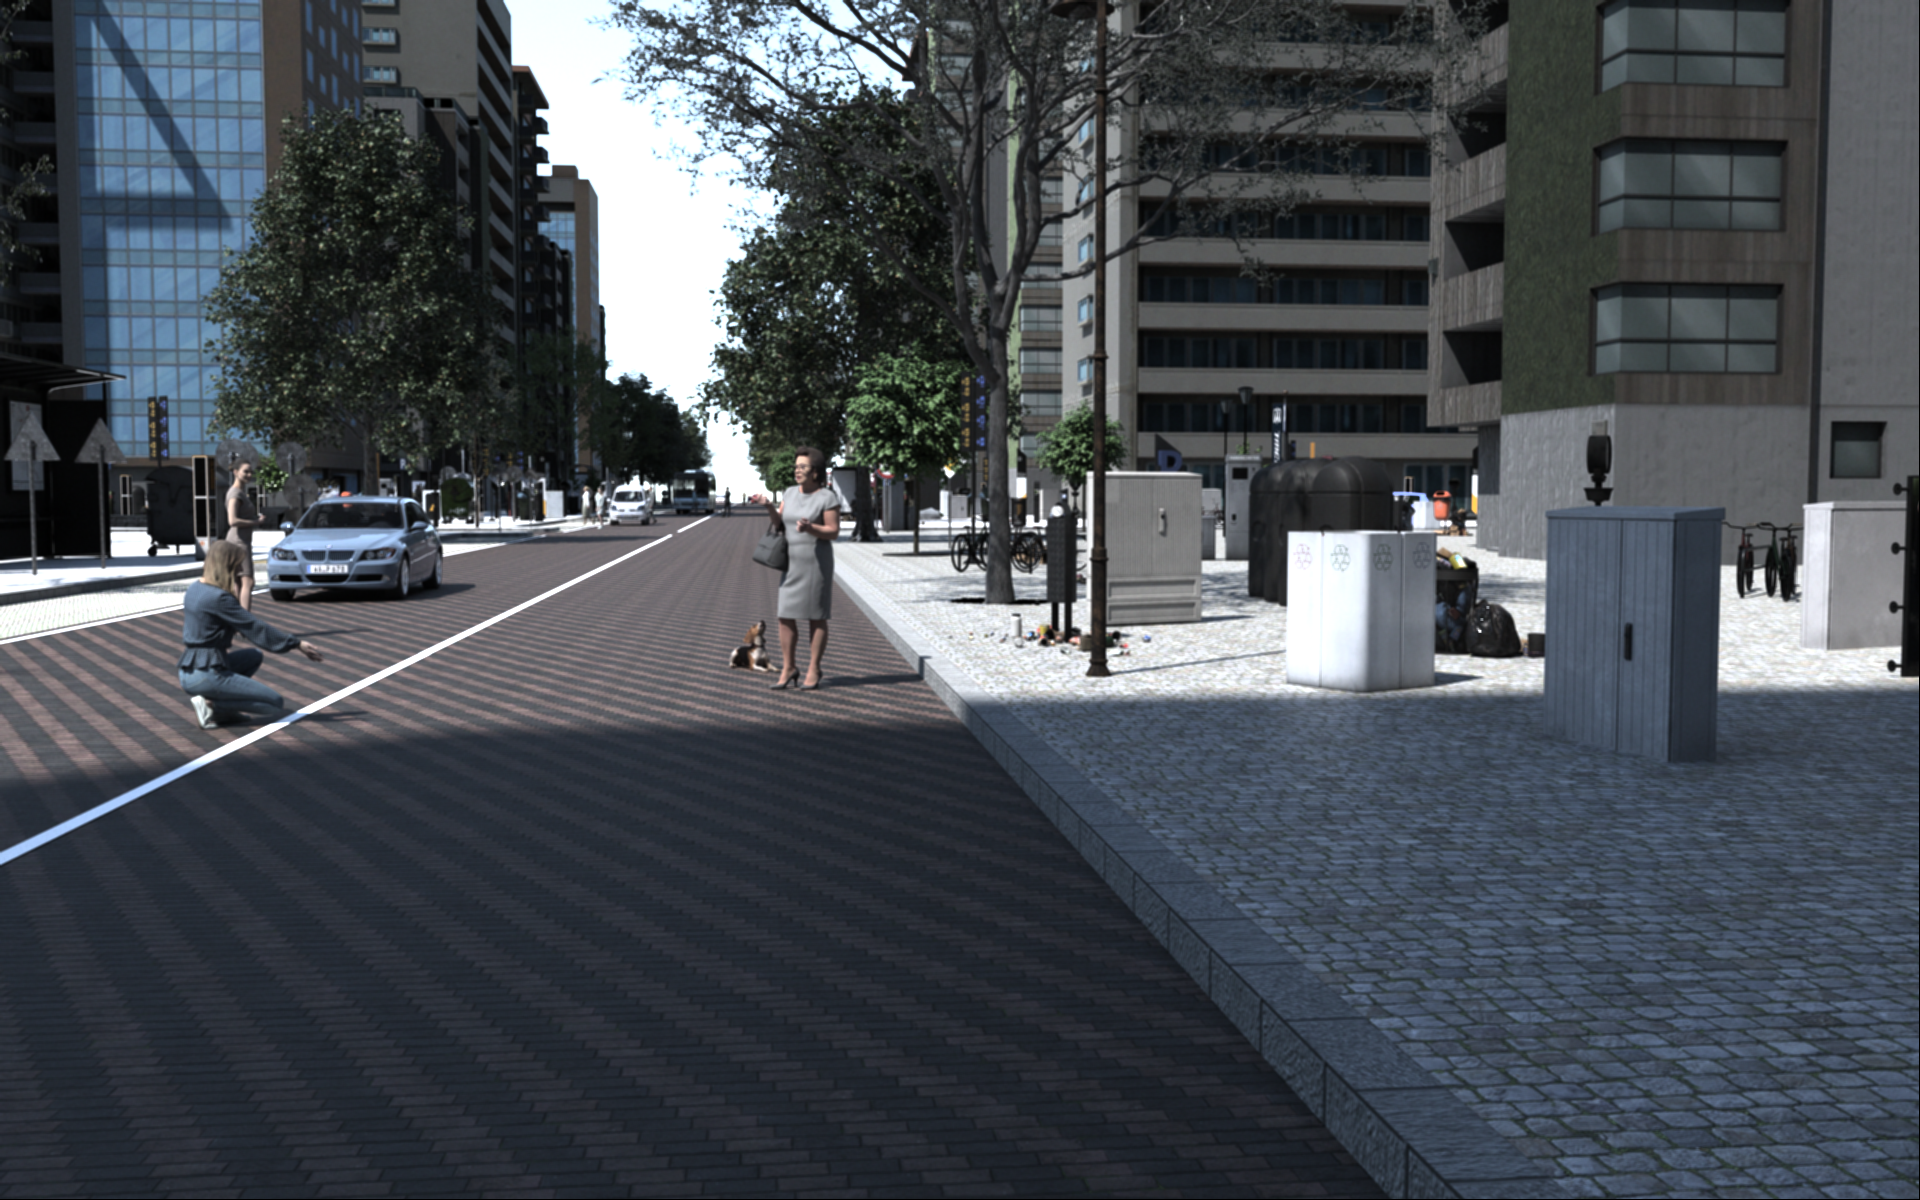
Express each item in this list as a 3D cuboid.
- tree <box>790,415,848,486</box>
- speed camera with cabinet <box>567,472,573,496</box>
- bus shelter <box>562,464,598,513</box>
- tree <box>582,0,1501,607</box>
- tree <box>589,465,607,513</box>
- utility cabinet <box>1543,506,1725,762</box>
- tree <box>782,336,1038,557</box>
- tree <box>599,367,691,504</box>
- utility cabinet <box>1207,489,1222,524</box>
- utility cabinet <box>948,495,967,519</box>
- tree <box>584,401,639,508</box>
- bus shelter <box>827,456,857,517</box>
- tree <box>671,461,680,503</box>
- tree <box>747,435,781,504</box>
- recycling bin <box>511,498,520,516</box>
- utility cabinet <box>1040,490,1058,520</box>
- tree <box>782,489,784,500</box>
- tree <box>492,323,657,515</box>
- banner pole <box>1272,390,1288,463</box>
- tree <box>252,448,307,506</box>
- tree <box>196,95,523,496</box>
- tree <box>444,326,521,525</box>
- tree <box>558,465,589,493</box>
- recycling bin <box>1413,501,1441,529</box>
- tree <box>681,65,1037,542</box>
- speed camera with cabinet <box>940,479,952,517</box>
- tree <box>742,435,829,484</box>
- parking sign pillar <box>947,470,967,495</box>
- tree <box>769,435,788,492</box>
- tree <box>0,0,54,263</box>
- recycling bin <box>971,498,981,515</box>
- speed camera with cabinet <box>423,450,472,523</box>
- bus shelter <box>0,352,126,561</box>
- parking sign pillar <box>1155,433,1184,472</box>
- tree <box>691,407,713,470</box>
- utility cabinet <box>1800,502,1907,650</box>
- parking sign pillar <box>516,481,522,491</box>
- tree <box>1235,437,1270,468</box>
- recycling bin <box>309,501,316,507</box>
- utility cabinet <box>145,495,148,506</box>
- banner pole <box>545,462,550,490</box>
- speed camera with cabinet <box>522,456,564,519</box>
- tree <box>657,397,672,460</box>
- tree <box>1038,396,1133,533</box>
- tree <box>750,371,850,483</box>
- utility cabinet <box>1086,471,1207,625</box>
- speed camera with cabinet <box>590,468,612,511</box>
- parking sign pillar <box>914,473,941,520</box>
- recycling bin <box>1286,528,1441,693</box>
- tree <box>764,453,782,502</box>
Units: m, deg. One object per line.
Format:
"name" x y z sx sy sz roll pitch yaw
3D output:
"tree" -7.056 -8.412 87.901 4.360 8.622 3.978 0 3 0
"speed camera with cabinet" -25.964 -7.164 111.459 2.038 3.252 0.660 0 4 -4
"bus shelter" -26.186 -7.699 119.794 2.014 3.302 5.546 0 4 -7
"tree" 0.387 -6.693 19.801 12.009 13.543 11.850 0 3 0
"tree" -24.629 -7.443 116.296 1.663 3.219 1.824 0 3 0
"utility cabinet" 3.375 0.146 8.768 0.306 1.237 1.020 -1 4 -16
"tree" -0.921 -3.202 36.061 4.285 4.588 4.351 0 3 0
"tree" -31.691 -16.264 172.564 9.857 13.997 8.962 0 3 0
"utility cabinet" 10.635 -3.992 73.943 1.173 1.500 0.318 -2 4 -33
"utility cabinet" -0.112 -4.716 88.265 1.020 1.237 0.306 -2 4 -33
"tree" -27.921 -11.477 138.011 4.737 8.622 4.395 0 3 0
"bus shelter" -6.189 -6.192 95.166 2.014 3.302 5.546 0 4 -7
"tree" -38.372 -17.254 232.463 4.360 8.622 3.978 0 3 0
"tree" -24.777 -18.684 231.236 9.928 11.665 9.643 0 3 0
"recycling bin" -26.250 -5.530 102.972 0.722 1.027 0.722 2 4 25
"utility cabinet" 4.294 -4.628 84.347 0.318 1.500 1.173 3 5 43
"tree" -18.908 -20.315 188.040 12.611 20.169 13.585 0 3 0
"tree" -24.453 -11.051 106.434 9.928 11.665 9.643 0 3 0
"banner pole" 7.752 -3.178 41.977 0.401 3.779 0.863 -1 4 -18
"tree" -27.108 -4.528 68.635 1.663 3.219 1.824 0 3 0
"tree" -17.285 -8.150 50.255 9.611 12.733 9.660 0 3 0
"tree" -19.731 -7.345 70.453 4.360 8.622 3.978 0 3 0
"tree" -25.612 -7.308 114.094 1.663 3.219 1.824 0 3 0
"recycling bin" 16.697 -3.020 61.926 0.722 1.027 0.722 -1 4 -19
"tree" -2.698 -7.925 46.585 9.611 12.733 9.660 0 3 0
"speed camera with cabinet" -1.036 -6.377 98.601 0.660 3.252 2.038 -1 4 -19
"tree" -15.788 -15.659 162.683 9.857 13.997 8.962 0 3 0
"parking sign pillar" -0.205 -7.901 117.647 1.447 3.967 1.447 1 4 21
"tree" -21.324 -15.641 206.084 4.737 8.622 4.395 0 3 0
"tree" -14.171 -4.445 23.044 4.360 8.622 3.978 0 3 0
"recycling bin" 0.803 -5.614 104.349 0.722 1.027 0.722 3 4 38
"speed camera with cabinet" -22.763 -5.047 76.862 2.038 3.252 0.660 0 4 -2
"bus shelter" -17.098 -2.458 31.466 1.731 3.624 6.357 0 4 -7
"parking sign pillar" 9.328 -5.421 77.100 1.447 3.967 1.447 -2 4 -24
"tree" -36.383 -18.958 216.621 9.857 13.997 8.962 0 3 0
"utility cabinet" 7.522 -0.206 14.524 1.020 1.237 0.306 -2 4 -25
"parking sign pillar" -34.612 -9.007 135.733 1.447 3.967 1.447 0 4 -5
"tree" 9.566 -3.889 58.191 1.663 3.219 1.824 0 3 0
"recycling bin" -33.051 -4.596 87.697 0.722 1.027 0.722 -3 5 -41
"utility cabinet" -40.305 -4.570 85.881 1.020 1.237 0.306 0 4 5
"banner pole" -28.659 -7.940 119.836 0.863 3.779 0.401 2 4 33
"speed camera with cabinet" -21.769 -5.872 90.340 2.038 3.252 0.660 -2 4 -28
"tree" -30.073 -14.084 156.029 9.928 11.665 9.643 0 3 0
"tree" 4.263 -4.561 58.286 4.285 4.588 4.351 0 3 0
"tree" -11.229 -12.453 121.726 7.486 12.596 7.792 0 3 0
"utility cabinet" 1.822 -0.510 17.024 1.173 1.500 0.318 -2 4 -28
"speed camera with cabinet" -27.022 -8.282 129.750 2.038 3.252 0.660 2 4 35
"parking sign pillar" -1.670 -6.059 87.541 1.447 3.967 1.447 1 4 10
"recycling bin" 2.684 0.058 11.602 0.722 1.027 0.722 -2 4 -33
"tree" -11.067 -7.923 113.256 4.285 4.588 4.351 0 3 0
